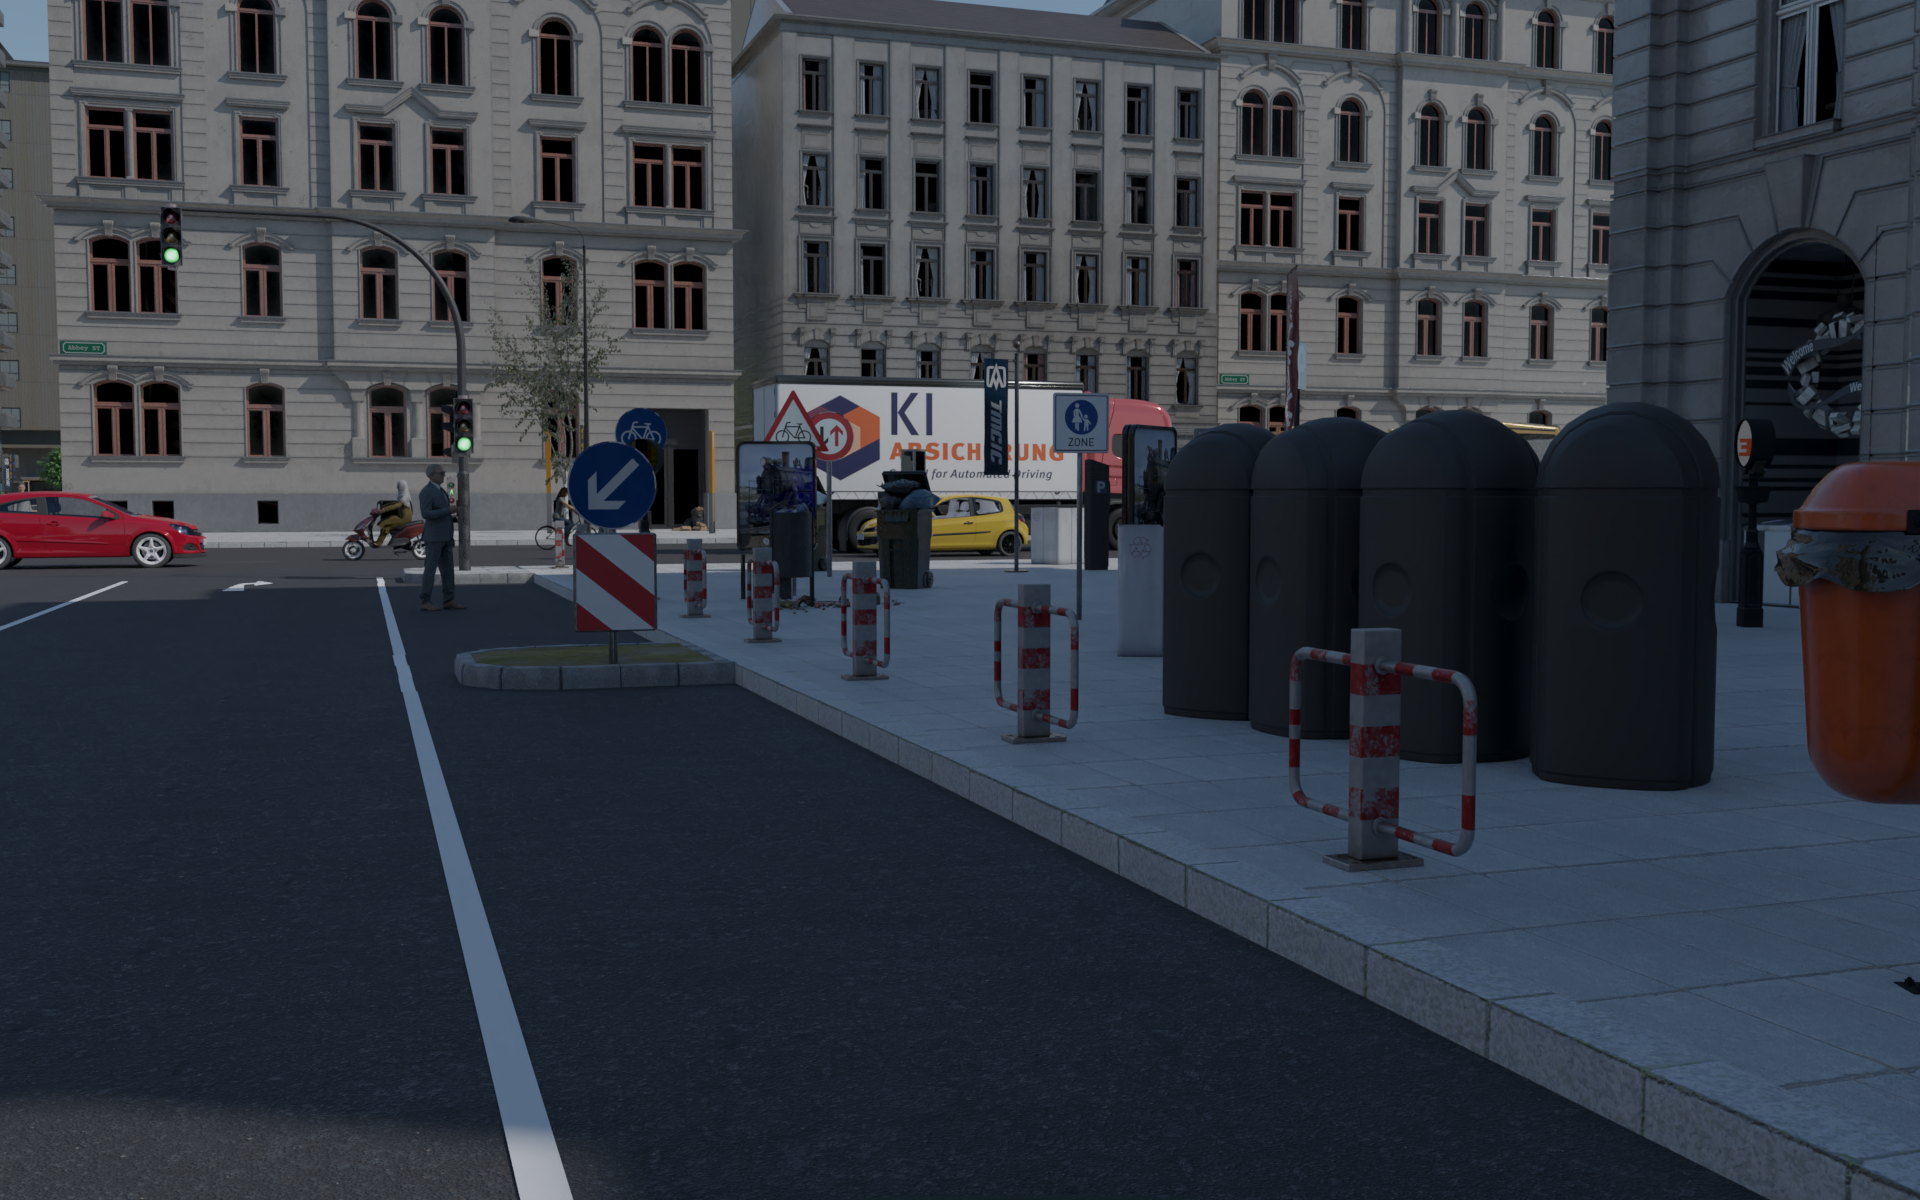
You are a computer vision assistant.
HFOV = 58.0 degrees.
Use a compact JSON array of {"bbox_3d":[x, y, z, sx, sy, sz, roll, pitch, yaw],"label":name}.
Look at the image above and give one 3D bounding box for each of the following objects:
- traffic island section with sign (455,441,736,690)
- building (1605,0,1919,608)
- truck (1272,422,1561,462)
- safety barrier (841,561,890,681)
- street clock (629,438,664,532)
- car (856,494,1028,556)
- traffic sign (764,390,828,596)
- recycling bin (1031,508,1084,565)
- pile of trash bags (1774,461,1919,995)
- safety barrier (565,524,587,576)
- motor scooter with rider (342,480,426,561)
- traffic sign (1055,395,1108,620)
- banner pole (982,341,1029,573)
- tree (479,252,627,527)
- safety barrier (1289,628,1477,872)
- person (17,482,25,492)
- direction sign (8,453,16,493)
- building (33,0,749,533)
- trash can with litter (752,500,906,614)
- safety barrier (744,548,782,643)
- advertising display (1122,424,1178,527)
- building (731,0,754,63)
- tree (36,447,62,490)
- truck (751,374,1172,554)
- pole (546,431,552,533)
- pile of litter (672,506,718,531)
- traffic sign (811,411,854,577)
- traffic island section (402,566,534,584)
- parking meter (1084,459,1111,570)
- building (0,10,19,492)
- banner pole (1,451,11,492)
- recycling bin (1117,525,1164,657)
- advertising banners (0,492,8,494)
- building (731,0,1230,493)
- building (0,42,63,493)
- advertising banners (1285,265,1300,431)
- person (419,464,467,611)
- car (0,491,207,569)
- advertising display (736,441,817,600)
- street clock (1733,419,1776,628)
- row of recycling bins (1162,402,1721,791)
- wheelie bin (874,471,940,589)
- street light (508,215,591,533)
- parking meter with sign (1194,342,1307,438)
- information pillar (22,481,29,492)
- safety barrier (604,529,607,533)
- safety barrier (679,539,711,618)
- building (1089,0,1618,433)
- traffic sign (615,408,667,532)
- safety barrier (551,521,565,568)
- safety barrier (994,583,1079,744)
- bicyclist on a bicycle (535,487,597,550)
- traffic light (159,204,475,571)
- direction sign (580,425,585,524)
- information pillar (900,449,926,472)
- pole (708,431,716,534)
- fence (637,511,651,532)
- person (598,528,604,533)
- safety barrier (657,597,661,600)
[{"bbox_3d":[-2.951,-0.309,13.687,1.989,1.847,2.006,-1,4,-19],"label":"traffic island section with sign"},{"bbox_3d":[17.371,-10.416,12.104,13.314,21.916,24.055,-1,4,-19],"label":"building"},{"bbox_3d":[12.392,-3.106,46.702,9.791,3.379,3.469,-1,4,-20],"label":"truck"},{"bbox_3d":[-0.660,0.140,11.983,0.300,0.817,1.120,-1,4,-19],"label":"safety barrier"},{"bbox_3d":[-4.123,-1.107,22.665,0.471,2.002,0.358,1,4,13],"label":"street clock"},{"bbox_3d":[-0.427,-1.826,40.086,3.980,1.641,2.015,-1,4,-21],"label":"car"},{"bbox_3d":[-2.093,-1.331,21.767,0.884,2.594,0.081,-1,4,-14],"label":"traffic sign"},{"bbox_3d":[1.789,-1.177,31.797,0.722,1.027,0.722,-3,5,-42],"label":"recycling bin"},{"bbox_3d":[3.962,0.315,4.600,3.447,1.369,1.912,0,4,3],"label":"pile of trash bags"},{"bbox_3d":[-5.893,-0.778,26.992,0.300,0.817,1.120,-1,4,-19],"label":"safety barrier"},{"bbox_3d":[-12.338,-1.745,37.503,1.986,1.779,0.876,-1,4,-18],"label":"motor scooter with rider"},{"bbox_3d":[1.215,-0.946,17.601,0.606,2.300,0.079,-1,4,-18],"label":"traffic sign"},{"bbox_3d":[0.729,-2.340,28.280,0.863,3.779,0.401,-2,4,-30],"label":"banner pole"},{"bbox_3d":[-12.127,-6.217,52.005,4.360,8.622,3.978,0,3,0],"label":"tree"},{"bbox_3d":[1.430,0.508,5.975,0.300,0.817,1.120,-1,4,-19],"label":"safety barrier"},{"bbox_3d":[-23.584,-2.093,43.464,0.760,1.731,0.466,-1,4,-18],"label":"person"},{"bbox_3d":[-52.383,-6.346,95.762,0.379,3.537,0.876,-1,4,-10],"label":"direction sign"},{"bbox_3d":[-20.653,-16.958,64.654,23.554,28.519,14.401,-1,4,-19],"label":"building"},{"bbox_3d":[-1.505,-0.524,19.622,2.233,1.210,1.678,-2,4,-31],"label":"trash can with litter"},{"bbox_3d":[-1.709,-0.044,14.992,0.300,0.817,1.120,-1,4,-19],"label":"safety barrier"},{"bbox_3d":[1.789,-0.679,16.319,0.123,1.923,0.974,2,4,31],"label":"advertising display"},{"bbox_3d":[-21.850,-31.539,139.357,21.300,48.544,21.600,-1,4,-19],"label":"building"},{"bbox_3d":[-55.802,-7.620,108.307,4.285,4.588,4.351,0,3,0],"label":"tree"},{"bbox_3d":[0.551,-3.346,43.626,11.283,4.237,2.839,-1,4,-20],"label":"truck"},{"bbox_3d":[-13.392,-3.827,56.417,0.158,3.312,0.155,0,3,0],"label":"pole"},{"bbox_3d":[-9.266,-2.843,60.451,1.719,0.858,1.176,3,4,37],"label":"pile of litter"},{"bbox_3d":[-2.023,-1.633,26.799,0.768,2.556,0.104,-1,4,-9],"label":"traffic sign"},{"bbox_3d":[-8.289,-0.414,29.056,2.009,0.180,2.903,-1,4,-19],"label":"traffic island section"},{"bbox_3d":[2.318,-1.440,29.256,0.399,1.863,0.255,-2,4,-29],"label":"parking meter"},{"bbox_3d":[-96.001,-31.969,142.305,30.456,49.044,23.786,-1,4,-19],"label":"building"},{"bbox_3d":[-55.758,-6.801,101.216,0.401,3.779,0.863,1,4,14],"label":"banner pole"},{"bbox_3d":[1.631,-0.085,13.940,0.722,1.027,0.722,0,4,5],"label":"recycling bin"},{"bbox_3d":[-50.693,-5.760,90.358,2.074,3.025,0.090,0,4,-5],"label":"advertising banners"},{"bbox_3d":[0.368,-13.521,70.223,18.267,20.994,9.793,-1,4,-19],"label":"building"},{"bbox_3d":[-105.397,-38.095,212.086,27.495,52.752,28.713,-1,4,-19],"label":"building"},{"bbox_3d":[2.616,-1.110,14.329,0.090,3.025,2.074,0,4,3],"label":"advertising banners"},{"bbox_3d":[-6.357,-0.774,21.326,0.590,1.801,0.661,0,4,6],"label":"person"},{"bbox_3d":[-17.154,-1.514,33.800,4.494,1.783,2.155,-1,4,-21],"label":"car"},{"bbox_3d":[-2.225,-0.968,21.038,0.974,1.923,0.123,0,4,5],"label":"advertising display"},{"bbox_3d":[7.629,-0.740,16.674,0.358,2.002,0.471,0,4,5],"label":"street clock"},{"bbox_3d":[2.282,-0.114,8.971,1.069,1.692,3.534,-2,4,-31],"label":"row of recycling bins"},{"bbox_3d":[-0.732,-0.956,23.547,0.980,1.594,0.693,1,4,21],"label":"wheelie bin"},{"bbox_3d":[-6.852,-3.465,29.200,1.470,5.913,1.316,-1,4,-19],"label":"street light"},{"bbox_3d":[3.117,-1.469,20.276,1.738,3.016,0.543,2,4,24],"label":"parking meter with sign"},{"bbox_3d":[-53.026,-5.740,98.345,0.304,2.012,0.304,-2,4,-33],"label":"information pillar"},{"bbox_3d":[-4.845,-0.594,23.991,0.300,0.817,1.120,-1,4,-19],"label":"safety barrier"},{"bbox_3d":[-2.754,-0.227,17.988,0.300,0.817,1.120,-1,4,-19],"label":"safety barrier"},{"bbox_3d":[19.013,-17.898,80.021,23.554,28.519,14.401,-1,4,-19],"label":"building"},{"bbox_3d":[-4.719,-1.562,25.648,0.768,2.556,0.104,-1,4,-17],"label":"traffic sign"},{"bbox_3d":[-6.933,-0.961,29.989,0.300,0.817,1.120,-1,4,-19],"label":"safety barrier"},{"bbox_3d":[0.384,0.324,8.981,0.300,0.817,1.120,-1,4,-19],"label":"safety barrier"},{"bbox_3d":[-10.106,-2.108,44.486,1.625,1.676,1.499,-1,4,-21],"label":"bicyclist on a bicycle"},{"bbox_3d":[-10.277,-3.268,28.106,4.771,5.953,1.251,-1,4,-19],"label":"traffic light"},{"bbox_3d":[-12.394,-3.983,57.113,0.379,3.537,0.876,0,3,0],"label":"direction sign"},{"bbox_3d":[-0.764,-1.460,28.359,0.304,2.012,0.304,3,4,39],"label":"information pillar"},{"bbox_3d":[-8.052,-3.813,56.182,0.158,3.312,0.155,0,3,0],"label":"pole"},{"bbox_3d":[-10.900,-2.740,60.170,0.278,0.683,2.069,0,4,0],"label":"fence"},{"bbox_3d":[-7.772,-1.785,37.955,0.850,1.792,0.678,0,4,0],"label":"person"},{"bbox_3d":[-3.799,-0.411,20.996,0.300,0.817,1.120,-1,4,-19],"label":"safety barrier"}]
